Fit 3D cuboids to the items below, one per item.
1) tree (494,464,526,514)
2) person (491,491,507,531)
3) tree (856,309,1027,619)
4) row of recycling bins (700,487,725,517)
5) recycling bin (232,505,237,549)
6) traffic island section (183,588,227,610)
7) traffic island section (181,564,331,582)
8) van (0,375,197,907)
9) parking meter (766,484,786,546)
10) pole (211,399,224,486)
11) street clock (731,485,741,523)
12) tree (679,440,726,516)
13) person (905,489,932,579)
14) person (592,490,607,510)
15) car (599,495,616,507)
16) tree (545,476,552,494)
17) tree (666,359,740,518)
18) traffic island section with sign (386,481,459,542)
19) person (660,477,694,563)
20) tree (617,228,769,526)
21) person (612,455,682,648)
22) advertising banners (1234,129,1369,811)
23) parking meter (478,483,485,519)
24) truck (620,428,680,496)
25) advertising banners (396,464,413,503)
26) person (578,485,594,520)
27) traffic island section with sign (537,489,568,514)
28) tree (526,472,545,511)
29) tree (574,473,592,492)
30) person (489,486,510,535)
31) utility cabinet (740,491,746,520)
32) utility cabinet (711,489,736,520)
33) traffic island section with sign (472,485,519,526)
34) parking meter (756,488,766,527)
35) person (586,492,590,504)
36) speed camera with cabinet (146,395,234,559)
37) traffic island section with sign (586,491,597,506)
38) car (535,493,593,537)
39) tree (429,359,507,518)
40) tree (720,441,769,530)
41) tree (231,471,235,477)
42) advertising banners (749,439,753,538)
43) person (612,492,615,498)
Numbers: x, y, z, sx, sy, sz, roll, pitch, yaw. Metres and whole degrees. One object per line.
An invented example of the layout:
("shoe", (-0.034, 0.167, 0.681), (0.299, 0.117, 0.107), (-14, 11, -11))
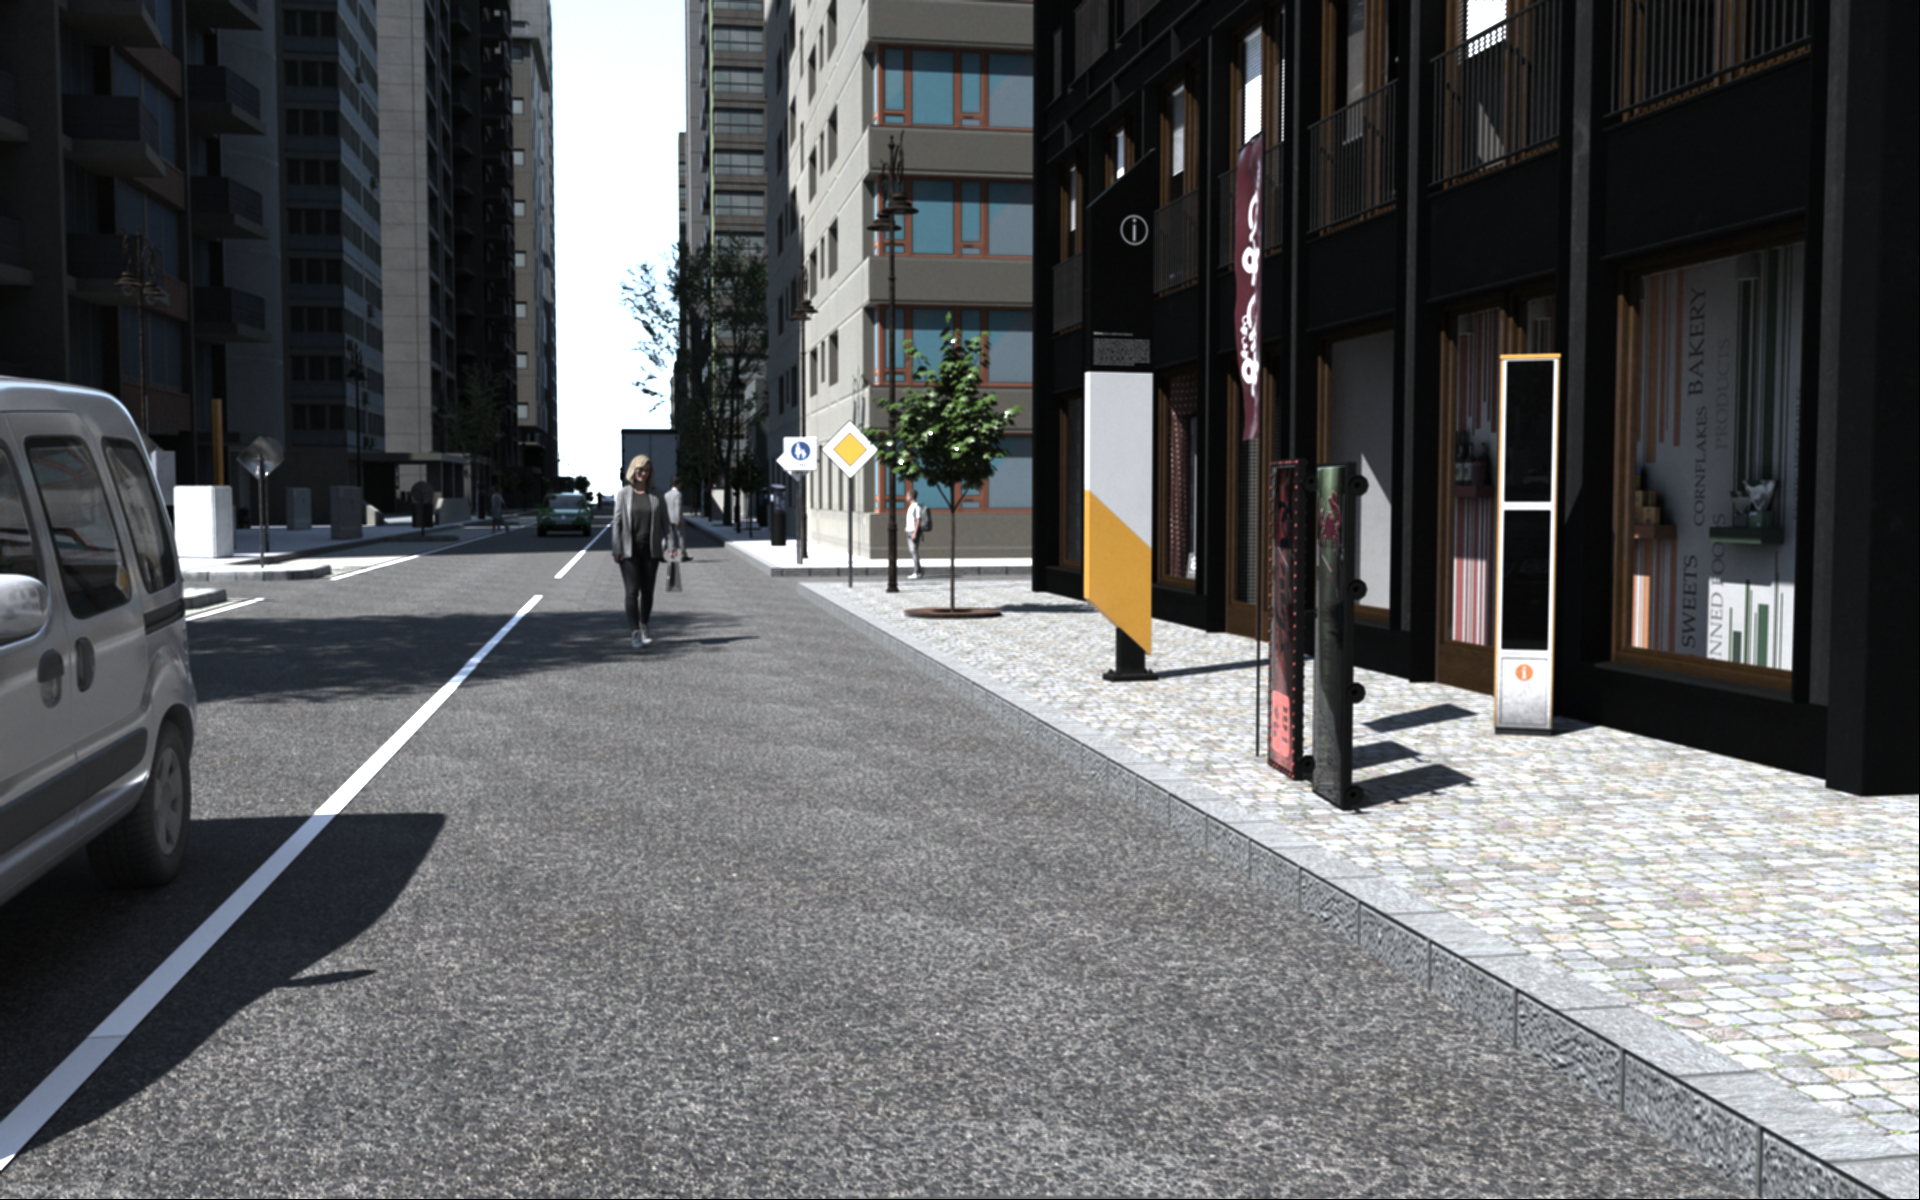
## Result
("tree", (-29.840, -7.280, 113.635), (1.663, 3.219, 1.824), (0, 3, 0))
("person", (-17.570, -3.497, 66.341), (0.598, 1.740, 0.731), (1, 4, 16))
("tree", (-0.078, -1.452, 18.344), (1.663, 3.219, 1.824), (0, 3, 0))
("row of recycling bins", (-13.602, -5.470, 96.548), (1.069, 1.692, 3.534), (-2, 4, -24))
("recycling bin", (-17.289, -1.690, 40.182), (0.722, 1.027, 0.722), (0, 4, 1))
("traffic island section", (-10.619, 0.013, 22.068), (2.009, 0.180, 2.903), (-1, 4, -10))
("traffic island section", (-12.072, -0.467, 29.921), (2.009, 0.180, 2.903), (-1, 4, -10))
("van", (-3.460, 0.130, 4.888), (2.013, 2.044, 4.112), (-1, 4, -11))
("parking meter", (-4.492, -2.105, 42.834), (0.372, 1.533, 0.369), (0, 3, 0))
("pole", (-15.913, -2.650, 37.167), (0.158, 3.312, 0.155), (0, 3, 0))
("street clock", (-9.879, -4.407, 76.632), (0.471, 2.002, 0.358), (1, 4, 23))
("tree", (-15.018, -7.168, 100.906), (4.285, 4.588, 4.351), (0, 3, 0))
("person", (-0.760, -1.119, 29.390), (0.503, 1.515, 0.523), (3, 5, 43))
("person", (-33.237, -9.245, 159.674), (1.348, 1.821, 0.705), (-1, 4, -23))
("car", (-40.578, -11.412, 198.941), (2.083, 1.381, 4.827), (-1, 4, -11))
("tree", (-42.604, -11.217, 178.000), (1.663, 3.219, 1.824), (0, 3, 0))
("tree", (-13.700, -8.657, 91.907), (4.737, 8.622, 4.395), (0, 3, 0))
("traffic island section with sign", (-16.254, -2.680, 52.443), (1.989, 1.847, 2.006), (-1, 4, -10))
("person", (-6.000, -1.685, 36.327), (0.678, 1.792, 0.850), (3, 5, 43))
("tree", (-9.483, -8.779, 69.298), (9.928, 11.665, 9.643), (0, 3, 0))
("person", (-2.945, -0.471, 16.390), (0.709, 1.800, 0.728), (-1, 4, -17))
("advertising banners", (1.496, -0.714, 7.856), (0.090, 3.025, 2.074), (0, 4, -4))
("parking meter", (-24.347, -5.039, 88.105), (0.255, 1.863, 0.399), (-2, 4, -33))
("truck", (-14.244, -5.544, 79.563), (2.839, 4.237, 11.283), (-1, 4, -10))
("advertising banners", (-31.832, -6.290, 99.033), (0.090, 3.025, 2.074), (1, 4, 9))
("person", (-15.614, -3.876, 71.859), (0.713, 1.824, 0.794), (3, 4, 37))
("traffic island section with sign", (-30.267, -7.313, 128.195), (1.989, 1.847, 2.006), (-1, 4, -10))
("tree", (-32.981, -8.388, 131.740), (1.663, 3.219, 1.824), (0, 3, 0))
("tree", (-57.001, -16.952, 260.873), (4.285, 4.588, 4.351), (0, 3, 0))
("person", (-16.330, -3.181, 61.264), (0.760, 1.731, 0.466), (-3, 4, -36))
("utility cabinet", (-11.170, -4.700, 85.523), (1.173, 1.500, 0.318), (1, 4, 14))
("utility cabinet", (-11.402, -4.554, 83.144), (1.173, 1.500, 0.318), (3, 4, 37))
("traffic island section with sign", (-21.157, -4.301, 78.950), (1.989, 1.847, 2.006), (-1, 4, -10))
("parking meter", (-7.671, -3.620, 67.596), (0.372, 1.533, 0.369), (0, 3, 0))
("person", (-37.941, -10.182, 176.446), (0.593, 1.643, 0.415), (-3, 5, -43))
("speed camera with cabinet", (-15.624, -2.471, 34.743), (2.038, 3.252, 0.660), (1, 4, 17))
("traffic island section with sign", (-50.201, -13.907, 235.999), (1.989, 1.847, 2.006), (-1, 4, -10))
("car", (-13.637, -3.114, 59.711), (1.959, 1.807, 4.718), (-1, 4, -12))
("tree", (-26.428, -8.800, 94.245), (4.737, 8.622, 4.395), (0, 3, 0))
("tree", (-7.537, -4.142, 62.322), (1.663, 3.219, 1.824), (0, 3, 0))
("tree", (-26.325, -4.060, 60.983), (1.663, 3.219, 1.824), (0, 3, 0))
("advertising banners", (-6.136, -3.335, 50.712), (0.090, 3.025, 2.074), (0, 4, -6))
("person", (-51.410, -15.128, 256.531), (0.721, 1.739, 1.217), (-2, 4, -30))
